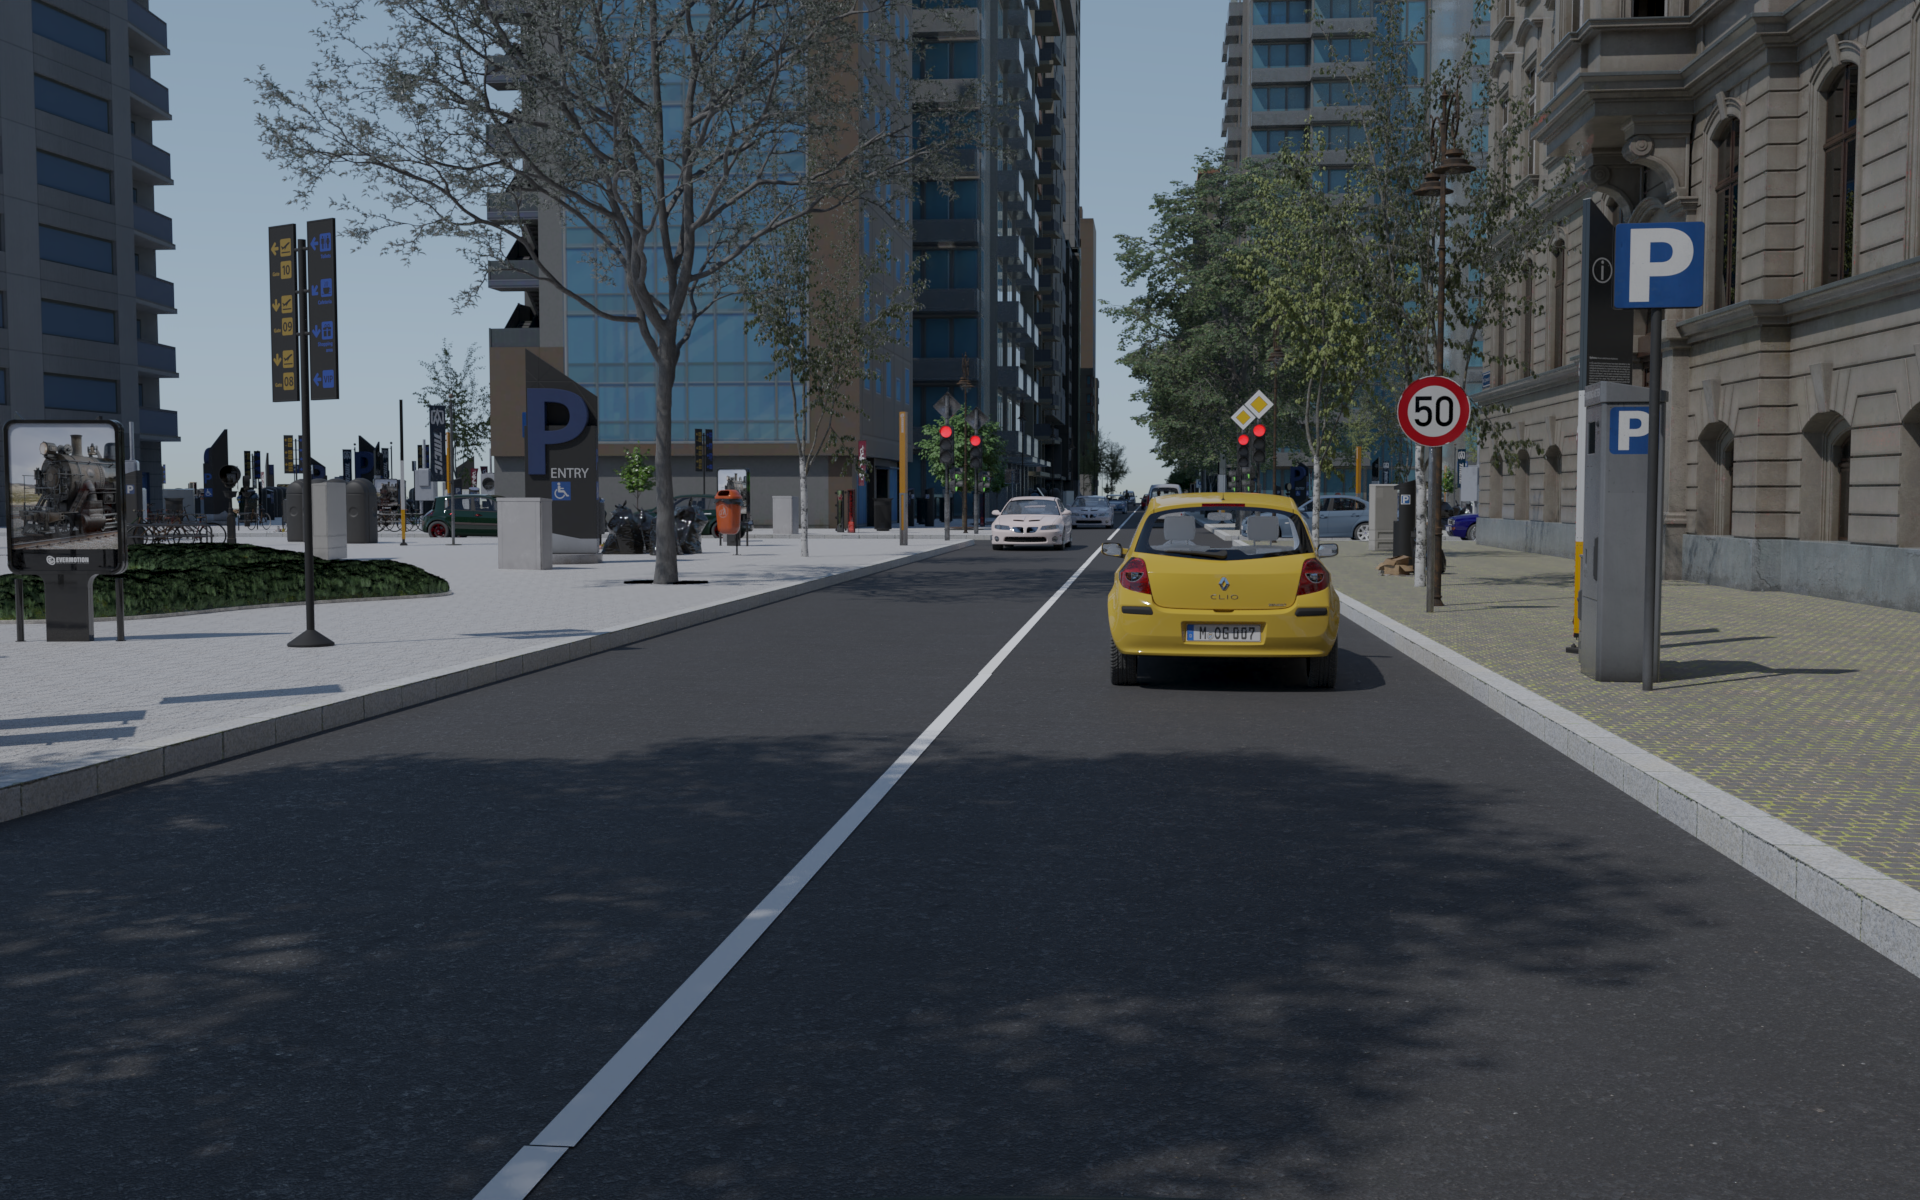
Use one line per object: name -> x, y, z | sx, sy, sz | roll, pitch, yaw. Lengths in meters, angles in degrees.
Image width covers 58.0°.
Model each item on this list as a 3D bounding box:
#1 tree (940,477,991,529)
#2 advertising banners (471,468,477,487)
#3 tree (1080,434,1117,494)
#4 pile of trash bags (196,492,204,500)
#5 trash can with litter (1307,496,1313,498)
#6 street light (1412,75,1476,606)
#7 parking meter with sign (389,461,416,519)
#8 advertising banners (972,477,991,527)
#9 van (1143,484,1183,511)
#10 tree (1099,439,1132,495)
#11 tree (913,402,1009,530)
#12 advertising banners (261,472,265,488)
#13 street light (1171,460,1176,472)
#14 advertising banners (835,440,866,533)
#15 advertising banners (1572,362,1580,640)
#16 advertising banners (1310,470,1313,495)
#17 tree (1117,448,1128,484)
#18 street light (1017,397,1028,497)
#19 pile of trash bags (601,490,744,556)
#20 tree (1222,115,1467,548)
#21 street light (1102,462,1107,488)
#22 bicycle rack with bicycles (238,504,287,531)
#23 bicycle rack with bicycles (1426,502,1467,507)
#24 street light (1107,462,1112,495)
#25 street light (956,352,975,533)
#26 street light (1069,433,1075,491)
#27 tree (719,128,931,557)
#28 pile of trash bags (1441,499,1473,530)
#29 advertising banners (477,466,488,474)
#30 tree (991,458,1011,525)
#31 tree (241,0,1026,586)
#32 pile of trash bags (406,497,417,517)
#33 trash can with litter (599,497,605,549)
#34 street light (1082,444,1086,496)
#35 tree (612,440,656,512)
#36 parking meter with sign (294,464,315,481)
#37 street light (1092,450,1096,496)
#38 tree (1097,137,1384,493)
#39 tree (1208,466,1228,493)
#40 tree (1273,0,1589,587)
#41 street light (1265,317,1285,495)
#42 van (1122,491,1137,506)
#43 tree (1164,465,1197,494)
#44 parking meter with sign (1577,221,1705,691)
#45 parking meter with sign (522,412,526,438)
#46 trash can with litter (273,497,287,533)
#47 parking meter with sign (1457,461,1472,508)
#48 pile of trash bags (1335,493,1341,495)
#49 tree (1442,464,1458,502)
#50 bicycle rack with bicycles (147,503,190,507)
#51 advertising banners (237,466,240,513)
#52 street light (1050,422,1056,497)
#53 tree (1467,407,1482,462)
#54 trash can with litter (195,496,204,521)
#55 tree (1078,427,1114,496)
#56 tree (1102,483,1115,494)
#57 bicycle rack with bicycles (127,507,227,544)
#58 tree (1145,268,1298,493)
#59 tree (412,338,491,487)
tree -> 0.087, -4.284, 64.638 | 1.663, 3.219, 1.824 | 0, 3, 0
advertising banners -> -33.372, -7.346, 116.294 | 2.074, 3.025, 0.090 | -1, 4, -12
tree -> 15.856, -15.665, 206.479 | 4.737, 8.622, 4.395 | 0, 3, 0
pile of trash bags -> -42.820, -5.288, 96.213 | 3.447, 1.369, 1.912 | 2, 4, 30
trash can with litter -> 17.890, -4.687, 88.024 | 0.624, 1.170, 1.055 | 2, 4, 25
street light -> 5.467, -2.870, 19.708 | 0.468, 5.910, 1.993 | 0, 4, 6
parking meter with sign -> -29.443, -5.785, 90.849 | 1.738, 3.016, 0.543 | 0, 4, -2
advertising banners -> 0.877, -4.401, 68.145 | 0.090, 3.025, 2.074 | -1, 4, -20
van -> 8.782, -4.091, 73.907 | 2.013, 2.044, 4.112 | 1, 4, 8
tree -> 24.848, -21.606, 287.662 | 8.767, 10.594, 7.601 | 3, 5, 42
tree -> 0.063, -4.778, 61.833 | 4.285, 4.588, 4.351 | 0, 3, 0
advertising banners -> -53.720, -8.454, 134.415 | 2.074, 3.025, 0.090 | 3, 5, 42
street light -> 29.255, -16.052, 235.235 | 0.468, 5.910, 1.993 | 0, 4, 6
advertising banners -> -3.593, -3.722, 57.048 | 0.090, 3.025, 2.074 | -2, 4, -32
advertising banners -> 5.596, -1.189, 15.623 | 0.090, 3.025, 2.074 | 1, 4, 20
advertising banners -> 25.295, -7.808, 123.848 | 0.090, 3.025, 2.074 | 0, 4, -3
tree -> 23.932, -19.530, 269.673 | 4.737, 8.622, 4.395 | 0, 3, 0
street light -> 2.975, -6.694, 82.237 | 0.468, 5.910, 1.993 | 0, 4, 6
pile of trash bags -> -5.993, -1.653, 36.787 | 3.447, 1.369, 1.912 | 2, 4, 32
tree -> 7.407, -5.154, 34.636 | 4.737, 8.622, 4.395 | 0, 3, 0
street light -> 17.627, -14.795, 214.677 | 0.468, 5.910, 1.993 | 0, 4, 6
bicycle rack with bicycles -> -24.360, -2.967, 61.894 | 2.852, 0.926, 2.925 | 0, 4, -1
bicycle rack with bicycles -> 21.575, -3.837, 76.117 | 2.852, 0.926, 2.925 | 2, 4, 28
street light -> 20.481, -16.366, 240.374 | 0.468, 5.910, 1.993 | 0, 4, 6
street light -> 0.185, -5.122, 56.533 | 0.468, 5.910, 1.993 | 0, 4, 6
street light -> 8.563, -9.739, 132.017 | 0.468, 5.910, 1.993 | 0, 4, 6
tree -> -2.990, -5.178, 35.023 | 4.360, 8.622, 3.978 | 0, 3, 0
pile of trash bags -> 17.350, -3.181, 61.758 | 1.912, 1.369, 3.447 | -2, 4, -34
advertising banners -> -28.832, -6.815, 107.617 | 2.074, 3.025, 0.090 | 1, 4, 9
tree -> 1.005, -4.791, 72.934 | 1.663, 3.219, 1.824 | 0, 3, 0
tree -> -4.243, -6.981, 24.517 | 12.009, 13.543, 11.850 | 0, 3, 0
pile of trash bags -> -31.526, -5.224, 95.166 | 3.447, 1.369, 1.912 | 1, 4, 16
trash can with litter -> -8.384, -1.828, 40.938 | 1.678, 1.210, 2.233 | 0, 4, -7
street light -> 11.281, -11.311, 157.728 | 0.468, 5.910, 1.993 | 0, 4, 6
tree -> -11.401, -4.086, 61.413 | 1.663, 3.219, 1.824 | 0, 3, 0
parking meter with sign -> -38.314, -6.407, 101.015 | 1.738, 3.016, 0.543 | 3, 4, 36
street light -> 14.217, -12.883, 183.416 | 0.468, 5.910, 1.993 | 0, 4, 6
tree -> 10.078, -9.483, 61.699 | 9.857, 13.997, 8.962 | 0, 3, 0
tree -> 19.140, -11.104, 131.917 | 4.360, 8.622, 3.978 | 0, 3, 0
tree -> 6.340, -4.477, 23.556 | 4.360, 8.622, 3.978 | 0, 3, 0
street light -> 8.260, -4.442, 45.412 | 0.468, 5.910, 1.993 | 0, 4, 6
van -> 19.903, -12.079, 204.510 | 2.013, 2.044, 4.112 | 0, 4, 4
tree -> 25.060, -12.910, 194.793 | 4.285, 4.588, 4.351 | 0, 3, 0
parking meter with sign -> 4.635, -0.965, 12.033 | 0.543, 3.016, 1.738 | 1, 4, 10
parking meter with sign -> -8.847, -2.437, 36.098 | 0.543, 3.016, 1.738 | -1, 4, -13
trash can with litter -> -22.210, -2.905, 58.553 | 2.233, 1.210, 1.678 | -1, 4, -15
parking meter with sign -> 26.975, -5.885, 92.486 | 0.543, 3.016, 1.738 | 2, 4, 27
pile of trash bags -> 26.478, -6.701, 119.315 | 1.912, 1.369, 3.447 | 0, 4, -7
tree -> 31.037, -7.047, 109.811 | 1.663, 3.219, 1.824 | 0, 3, 0
bicycle rack with bicycles -> -27.280, -2.794, 59.059 | 2.852, 0.926, 2.925 | 2, 4, 26
advertising banners -> -45.038, -6.855, 108.264 | 0.090, 3.025, 2.074 | -1, 4, -15
street light -> 5.823, -8.308, 108.629 | 0.468, 5.910, 1.993 | 0, 4, 6
tree -> 37.246, -10.486, 121.805 | 4.737, 8.622, 4.395 | 0, 3, 0
trash can with litter -> -34.691, -4.169, 79.221 | 2.233, 1.210, 1.678 | 1, 4, 9
tree -> 14.781, -14.598, 189.039 | 4.360, 8.622, 3.978 | 0, 3, 0
tree -> 21.640, -15.936, 255.147 | 1.663, 3.219, 1.824 | 0, 3, 0
bicycle rack with bicycles -> -18.090, -1.573, 39.096 | 2.925, 0.926, 2.852 | -2, 4, -25
tree -> 12.752, -10.279, 86.192 | 7.486, 12.596, 7.792 | 0, 3, 0
tree -> -23.757, -8.082, 82.510 | 4.737, 8.622, 4.395 | 0, 3, 0
